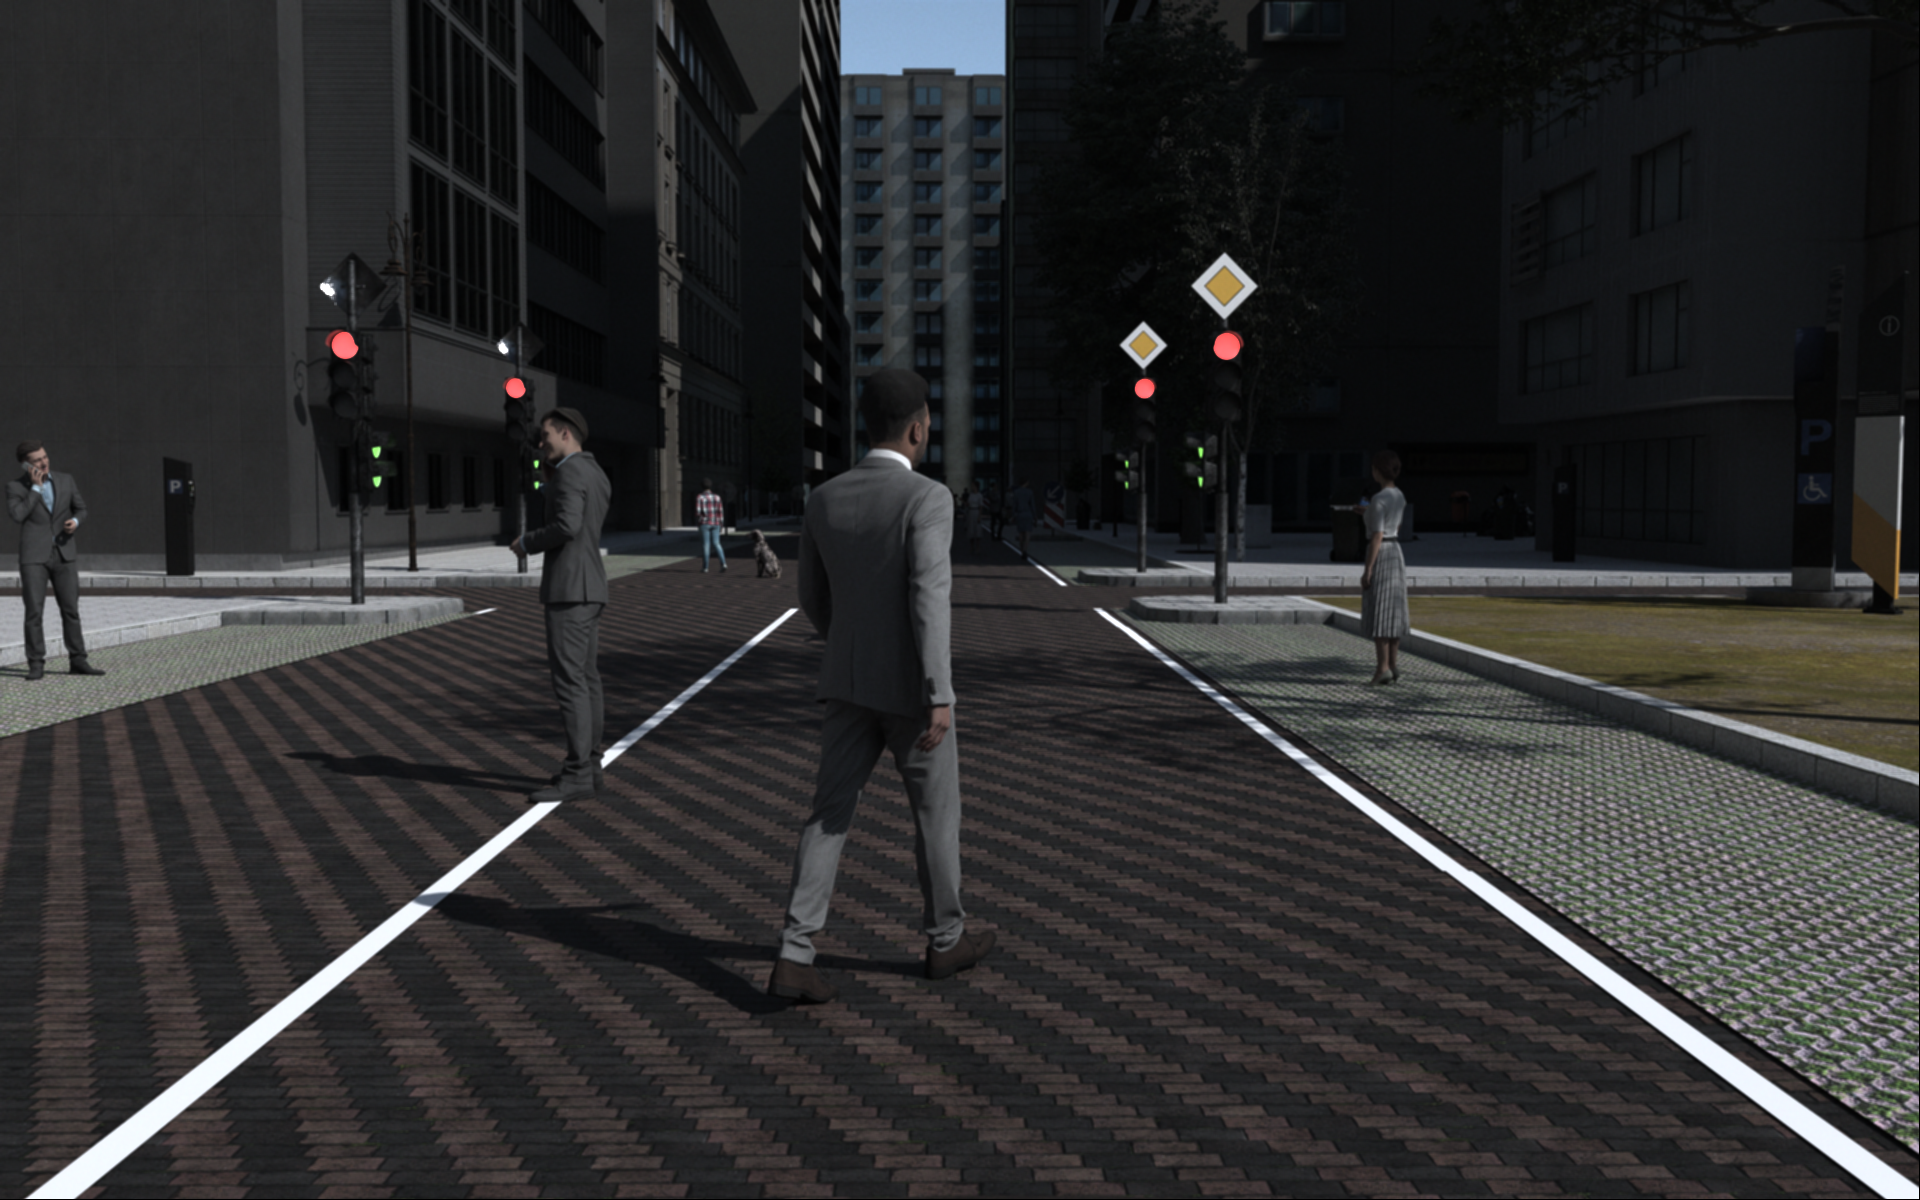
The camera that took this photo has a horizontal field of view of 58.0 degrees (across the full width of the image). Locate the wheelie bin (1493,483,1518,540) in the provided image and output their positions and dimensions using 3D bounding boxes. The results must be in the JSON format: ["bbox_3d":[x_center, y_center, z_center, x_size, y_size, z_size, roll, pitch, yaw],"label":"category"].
[{"bbox_3d":[15.240,-2.478,48.417,0.693,1.594,0.980,1,4,17],"label":"wheelie bin"}]

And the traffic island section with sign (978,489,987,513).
[{"bbox_3d":[1.481,-9.095,157.337,1.989,1.847,2.006,0,4,-1],"label":"traffic island section with sign"}]

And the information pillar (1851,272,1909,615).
[{"bbox_3d":[9.850,-1.663,18.537,0.183,3.616,0.504,-3,4,-37],"label":"information pillar"}]

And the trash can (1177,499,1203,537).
[{"bbox_3d":[6.558,-2.309,49.405,0.748,1.137,0.748,0,3,0],"label":"trash can"}]

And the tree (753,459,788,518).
[{"bbox_3d":[-10.438,-6.073,93.889,1.663,3.219,1.824,0,3,0],"label":"tree"}]

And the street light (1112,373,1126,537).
[{"bbox_3d":[4.653,-4.830,51.765,0.468,5.910,1.993,0,4,-1],"label":"street light"}]

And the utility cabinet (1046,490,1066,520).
[{"bbox_3d":[4.625,-4.571,83.422,0.318,1.500,1.173,-2,4,-35],"label":"utility cabinet"}]

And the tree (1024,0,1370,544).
[{"bbox_3d":[6.033,-8.417,44.269,9.857,13.997,8.962,0,3,0],"label":"tree"}]

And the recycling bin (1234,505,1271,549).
[{"bbox_3d":[6.936,-1.742,41.035,0.722,1.027,0.722,0,4,-6],"label":"recycling bin"}]

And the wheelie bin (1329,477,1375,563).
[{"bbox_3d":[7.391,-1.515,32.680,0.693,1.594,0.980,-3,5,-43],"label":"wheelie bin"}]

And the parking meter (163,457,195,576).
[{"bbox_3d":[-12.208,-1.309,27.112,0.399,1.863,0.255,0,4,-4],"label":"parking meter"}]

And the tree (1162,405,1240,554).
[{"bbox_3d":[5.126,-2.639,37.754,1.663,3.219,1.824,0,3,0],"label":"tree"}]

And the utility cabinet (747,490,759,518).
[{"bbox_3d":[-10.988,-5.100,92.063,0.318,1.500,1.173,1,4,11],"label":"utility cabinet"}]

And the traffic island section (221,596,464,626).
[{"bbox_3d":[-7.053,0.125,20.242,2.009,0.180,2.903,0,4,-1],"label":"traffic island section"}]

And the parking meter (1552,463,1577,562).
[{"bbox_3d":[11.420,-1.654,32.755,0.399,1.863,0.255,3,4,39],"label":"parking meter"}]

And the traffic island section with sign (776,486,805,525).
[{"bbox_3d":[-7.439,-4.368,80.052,1.989,1.847,2.006,0,4,-1],"label":"traffic island section with sign"}]

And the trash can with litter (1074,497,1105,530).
[{"bbox_3d":[4.659,-3.108,62.201,1.055,1.170,0.624,0,4,-3],"label":"trash can with litter"}]

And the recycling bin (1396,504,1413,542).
[{"bbox_3d":[11.591,-2.061,46.244,0.722,1.027,0.722,-2,4,-26],"label":"recycling bin"}]

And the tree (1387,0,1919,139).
[{"bbox_3d":[5.765,-4.563,9.017,8.767,10.594,7.601,-3,5,-43],"label":"tree"}]

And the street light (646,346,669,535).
[{"bbox_3d":[-9.455,-4.986,54.306,0.468,5.910,1.993,0,4,-1],"label":"street light"}]

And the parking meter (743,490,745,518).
[{"bbox_3d":[-11.663,-5.139,92.439,0.372,1.533,0.369,0,3,0],"label":"parking meter"}]

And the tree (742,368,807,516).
[{"bbox_3d":[-11.014,-9.198,100.750,4.737,8.622,4.395,0,3,0],"label":"tree"}]

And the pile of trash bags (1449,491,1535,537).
[{"bbox_3d":[16.228,-2.582,51.968,3.447,1.369,1.912,-1,4,-18],"label":"pile of trash bags"}]

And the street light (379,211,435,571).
[{"bbox_3d":[-9.090,-3.414,28.607,0.468,5.910,1.993,0,4,-1],"label":"street light"}]

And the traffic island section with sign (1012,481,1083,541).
[{"bbox_3d":[2.702,-2.710,52.938,1.989,1.847,2.006,0,4,-1],"label":"traffic island section with sign"}]

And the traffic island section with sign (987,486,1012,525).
[{"bbox_3d":[2.389,-4.367,80.032,1.989,1.847,2.006,0,4,-1],"label":"traffic island section with sign"}]

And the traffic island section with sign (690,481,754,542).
[{"bbox_3d":[-7.121,-2.704,52.832,1.989,1.847,2.006,0,4,-1],"label":"traffic island section with sign"}]

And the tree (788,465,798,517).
[{"bbox_3d":[-10.067,-6.222,96.328,1.663,3.219,1.824,0,3,0],"label":"tree"}]

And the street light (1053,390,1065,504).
[{"bbox_3d":[4.431,-6.387,77.210,0.468,5.910,1.993,0,4,-1],"label":"street light"}]

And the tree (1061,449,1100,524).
[{"bbox_3d":[5.154,-4.849,73.879,1.663,3.219,1.824,0,3,0],"label":"tree"}]

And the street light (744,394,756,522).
[{"bbox_3d":[-9.746,-6.581,80.391,0.468,5.910,1.993,0,4,-1],"label":"street light"}]

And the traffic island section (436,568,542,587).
[{"bbox_3d":[-7.147,-0.364,28.226,2.009,0.180,2.903,0,4,-1],"label":"traffic island section"}]

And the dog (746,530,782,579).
[{"bbox_3d":[-3.293,-0.783,29.637,0.513,0.831,0.800,-2,4,-24],"label":"dog"}]

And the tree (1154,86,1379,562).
[{"bbox_3d":[5.458,-5.021,32.458,4.360,8.622,3.978,0,3,0],"label":"tree"}]

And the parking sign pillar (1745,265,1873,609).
[{"bbox_3d":[9.899,-1.927,19.979,1.447,3.967,1.447,2,4,28],"label":"parking sign pillar"}]
